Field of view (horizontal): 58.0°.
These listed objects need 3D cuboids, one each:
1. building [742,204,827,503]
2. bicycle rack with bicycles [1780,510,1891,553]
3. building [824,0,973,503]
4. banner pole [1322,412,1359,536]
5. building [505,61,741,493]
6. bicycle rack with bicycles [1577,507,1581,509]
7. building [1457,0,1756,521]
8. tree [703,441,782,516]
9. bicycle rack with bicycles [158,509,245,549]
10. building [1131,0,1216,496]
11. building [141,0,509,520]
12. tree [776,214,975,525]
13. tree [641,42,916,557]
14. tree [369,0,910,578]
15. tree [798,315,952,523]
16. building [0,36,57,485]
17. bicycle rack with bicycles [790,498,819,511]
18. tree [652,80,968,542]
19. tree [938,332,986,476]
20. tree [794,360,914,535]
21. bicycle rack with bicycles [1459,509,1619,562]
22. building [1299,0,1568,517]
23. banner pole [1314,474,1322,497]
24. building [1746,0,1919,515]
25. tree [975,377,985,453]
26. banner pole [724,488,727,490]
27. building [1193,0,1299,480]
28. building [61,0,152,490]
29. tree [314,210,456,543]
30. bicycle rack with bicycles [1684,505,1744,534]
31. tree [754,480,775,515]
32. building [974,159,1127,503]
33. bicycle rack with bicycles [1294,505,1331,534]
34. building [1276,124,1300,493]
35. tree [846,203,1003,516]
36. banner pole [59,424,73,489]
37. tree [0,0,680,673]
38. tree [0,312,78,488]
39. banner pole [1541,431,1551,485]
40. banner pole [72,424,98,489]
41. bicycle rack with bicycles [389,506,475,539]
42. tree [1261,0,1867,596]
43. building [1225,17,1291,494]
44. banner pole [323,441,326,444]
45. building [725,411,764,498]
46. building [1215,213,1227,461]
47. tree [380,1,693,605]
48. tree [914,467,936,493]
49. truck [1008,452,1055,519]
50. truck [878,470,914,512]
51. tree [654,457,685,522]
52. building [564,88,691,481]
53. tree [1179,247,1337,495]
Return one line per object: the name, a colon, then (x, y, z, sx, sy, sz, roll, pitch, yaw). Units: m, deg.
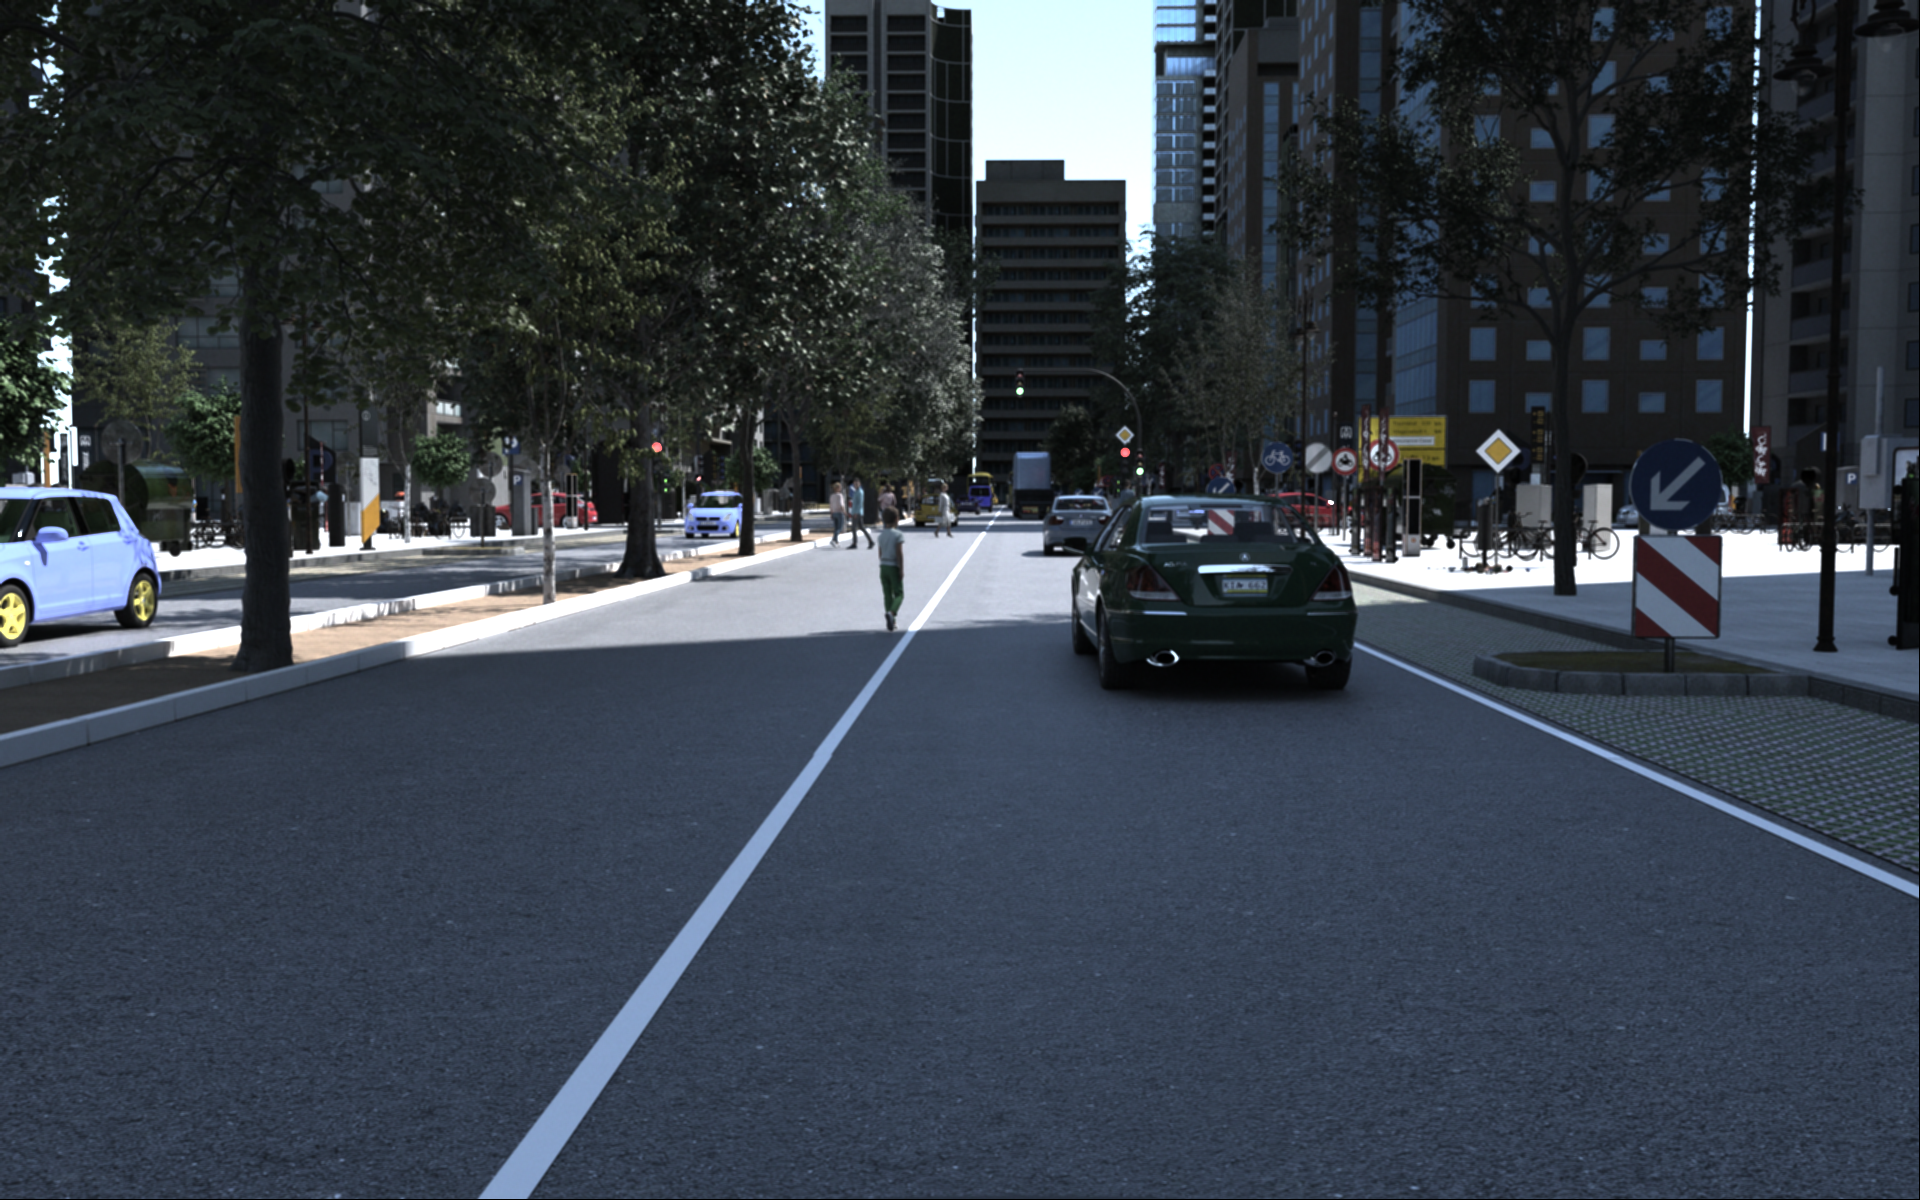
building: (-33.688, -36.735, 255.236, 28.867, 44.769, 22.147, 0, 4, 2)
bicycle rack with bicycles: (19.481, -1.547, 38.678, 2.925, 0.926, 2.852, -2, 4, -26)
building: (-8.513, -49.842, 253.174, 20.611, 71.187, 20.563, 0, 4, 2)
banner pole: (11.710, -3.866, 53.232, 0.863, 3.779, 0.401, -1, 4, -13)
building: (-38.022, -36.193, 181.001, 28.713, 52.752, 27.495, 0, 4, 2)
bicycle rack with bicycles: (17.418, -2.239, 49.991, 2.852, 0.926, 2.925, 2, 4, 35)
building: (30.634, -26.833, 88.835, 14.200, 45.320, 14.600, 0, 4, 2)
tree: (-12.122, -7.203, 101.478, 4.285, 4.588, 4.351, 0, 3, 0)
bicycle rack with bicycles: (-17.373, -1.671, 40.697, 2.925, 0.926, 2.852, -1, 4, -8)
building: (39.688, -57.486, 252.575, 31.000, 86.520, 22.319, 0, 4, 2)
building: (-33.166, -24.962, 91.718, 14.154, 41.232, 14.086, 0, 4, 2)
tree: (-4.060, -10.229, 76.363, 9.857, 13.997, 8.962, 0, 3, 0)
tree: (-4.801, -6.800, 39.388, 9.928, 11.665, 9.643, 0, 3, 0)
tree: (-5.469, -6.731, 29.520, 9.611, 12.733, 9.660, 0, 3, 0)
tree: (-4.257, -10.066, 85.171, 7.486, 12.596, 7.792, 0, 3, 0)
building: (-67.214, -33.755, 93.895, 28.212, 58.520, 21.231, 0, 4, 2)
bicycle rack with bicycles: (-13.048, -7.973, 143.739, 2.925, 0.926, 2.852, -2, 4, -28)
tree: (-4.850, -8.455, 51.062, 12.009, 13.543, 11.850, 0, 3, 0)
tree: (-3.412, -10.728, 94.864, 9.611, 12.733, 9.660, 0, 3, 0)
tree: (-4.031, -6.563, 60.131, 4.737, 8.622, 4.395, 0, 3, 0)
bicycle rack with bicycles: (11.096, -1.274, 34.209, 2.852, 0.926, 2.925, -3, 5, -40)
building: (30.624, -28.476, 115.686, 14.600, 45.320, 14.200, 0, 4, 2)
banner pole: (20.426, -6.634, 98.476, 0.863, 3.779, 0.401, -2, 4, -31)
building: (61.256, -33.746, 93.745, 28.212, 58.520, 21.231, 0, 4, 2)
tree: (-2.603, -13.254, 125.822, 9.857, 13.997, 8.962, 0, 3, 0)
banner pole: (-19.420, -9.337, 142.680, 0.863, 3.779, 0.401, 3, 5, 43)
building: (37.953, -46.313, 195.469, 20.563, 71.187, 20.611, 0, 4, 2)
building: (-42.268, -32.508, 120.748, 28.713, 52.752, 27.495, 0, 4, 2)
tree: (-14.503, -5.789, 45.018, 4.360, 8.622, 3.978, 0, 3, 0)
bicycle rack with bicycles: (24.830, -2.605, 55.972, 2.925, 0.926, 2.852, 2, 4, 30)
tree: (-12.687, -7.004, 109.124, 1.663, 3.219, 1.824, 0, 3, 0)
building: (12.980, -38.507, 253.297, 21.600, 48.544, 21.300, 0, 4, 2)
bicycle rack with bicycles: (10.687, -2.616, 56.161, 2.925, 0.926, 2.852, 0, 4, -4)
building: (32.196, -22.417, 138.214, 14.160, 30.474, 14.107, 0, 4, 2)
tree: (-4.003, -15.555, 112.669, 12.611, 20.169, 13.585, 0, 3, 0)
banner pole: (-32.091, -4.421, 62.302, 0.863, 3.779, 0.401, 2, 4, 27)
tree: (-5.721, -5.719, 14.090, 7.486, 12.596, 7.792, 0, 3, 0)
tree: (-15.281, -2.617, 26.499, 4.285, 4.588, 4.351, 0, 3, 0)
banner pole: (20.354, -4.294, 60.223, 0.401, 3.779, 0.863, 3, 5, 44)
banner pole: (-31.181, -4.410, 62.126, 0.401, 3.779, 0.863, 2, 4, 35)
bicycle rack with bicycles: (-15.403, -2.236, 49.941, 2.852, 0.926, 2.925, 0, 4, 7)
tree: (7.346, -5.339, 21.706, 7.601, 10.594, 8.767, 0, 4, 0)
building: (33.101, -31.460, 164.475, 14.600, 45.320, 14.200, 0, 4, 2)
banner pole: (-30.184, -5.644, 82.300, 0.401, 3.779, 0.863, -1, 4, -12)
building: (-30.414, -26.319, 202.018, 14.107, 30.474, 14.160, 0, 4, 2)
building: (33.351, -24.943, 179.516, 14.160, 30.474, 14.107, 0, 4, 2)
tree: (-5.249, -4.218, 21.790, 4.737, 8.622, 4.395, 0, 3, 0)
tree: (-3.049, -9.261, 104.231, 4.737, 8.622, 4.395, 0, 3, 0)
truck: (4.628, -7.084, 105.587, 2.967, 4.110, 18.799, 0, 4, 0)
truck: (-5.132, -8.812, 140.003, 3.469, 3.379, 9.791, 0, 4, 1)
tree: (-13.665, -5.187, 79.401, 1.663, 3.219, 1.824, 0, 3, 0)
building: (-34.321, -43.918, 156.308, 20.563, 71.187, 20.611, 0, 4, 2)
tree: (8.899, -6.180, 51.398, 4.360, 8.622, 3.978, 0, 3, 0)
